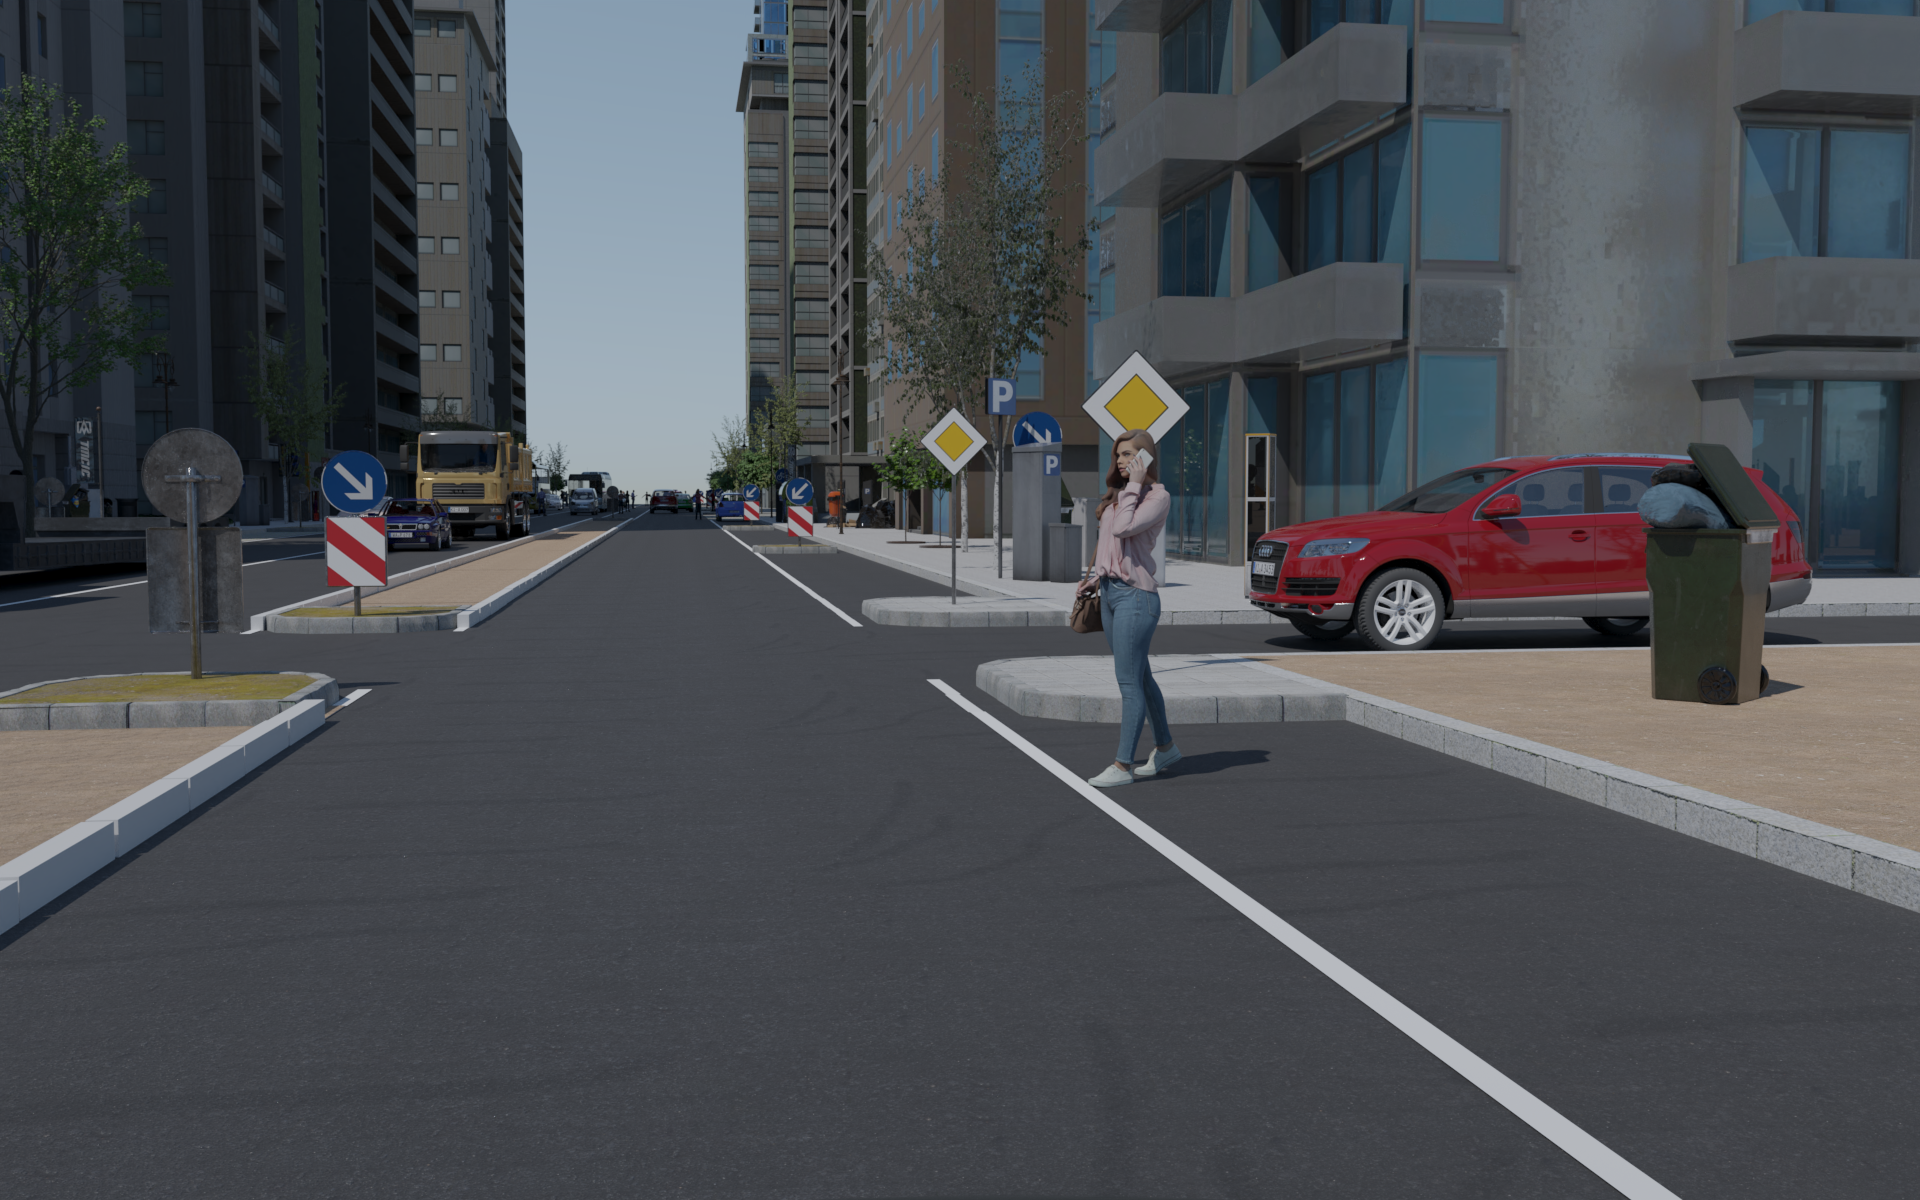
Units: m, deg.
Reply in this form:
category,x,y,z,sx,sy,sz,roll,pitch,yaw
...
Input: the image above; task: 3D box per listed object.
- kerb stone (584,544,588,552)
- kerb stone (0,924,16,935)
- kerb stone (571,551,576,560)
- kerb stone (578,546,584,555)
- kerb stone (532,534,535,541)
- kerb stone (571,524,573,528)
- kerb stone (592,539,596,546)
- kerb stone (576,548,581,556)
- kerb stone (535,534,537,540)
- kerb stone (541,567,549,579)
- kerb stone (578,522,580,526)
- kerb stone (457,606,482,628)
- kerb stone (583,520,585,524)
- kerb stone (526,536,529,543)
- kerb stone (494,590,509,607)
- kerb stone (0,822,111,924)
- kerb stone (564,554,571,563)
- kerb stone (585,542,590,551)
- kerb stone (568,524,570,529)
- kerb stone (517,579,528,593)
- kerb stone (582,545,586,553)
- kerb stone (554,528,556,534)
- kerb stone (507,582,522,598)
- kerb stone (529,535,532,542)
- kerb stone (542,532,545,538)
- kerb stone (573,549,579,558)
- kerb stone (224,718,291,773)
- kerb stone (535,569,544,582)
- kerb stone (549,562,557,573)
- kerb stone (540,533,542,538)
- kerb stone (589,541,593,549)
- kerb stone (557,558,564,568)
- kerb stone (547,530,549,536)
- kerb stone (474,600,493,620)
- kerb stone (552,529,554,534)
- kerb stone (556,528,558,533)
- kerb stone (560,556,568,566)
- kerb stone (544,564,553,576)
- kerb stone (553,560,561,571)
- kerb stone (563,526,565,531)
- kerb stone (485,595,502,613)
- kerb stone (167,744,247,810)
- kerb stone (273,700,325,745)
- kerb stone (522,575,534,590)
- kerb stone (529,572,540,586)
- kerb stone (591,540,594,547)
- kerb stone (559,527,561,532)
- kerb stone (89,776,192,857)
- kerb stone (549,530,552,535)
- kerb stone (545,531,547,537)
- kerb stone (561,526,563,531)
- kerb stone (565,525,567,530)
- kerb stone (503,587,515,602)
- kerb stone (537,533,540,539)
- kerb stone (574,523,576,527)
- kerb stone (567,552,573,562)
category,x,y,z,sx,sy,sz,roll,pitch,yaw
kerb stone,-9.210,-1.222,42.215,0.120,0.150,1.000,-1,4,-9
kerb stone,-3.124,1.041,5.284,0.120,0.150,1.000,-1,4,-9
kerb stone,-8.375,-0.915,37.156,0.120,0.150,1.000,-1,4,-9
kerb stone,-8.878,-1.101,40.198,0.120,0.150,1.000,-1,4,-9
kerb stone,-12.949,-1.823,51.997,0.120,0.150,1.000,-1,4,-9
kerb stone,-16.119,-2.998,71.210,0.120,0.150,1.000,-1,4,-9
kerb stone,-9.880,-1.471,46.270,0.120,0.150,1.000,-1,4,-9
kerb stone,-8.711,-1.039,39.186,0.120,0.150,1.000,-1,4,-9
kerb stone,-13.112,-1.885,53.010,0.120,0.150,1.000,-1,4,-9
kerb stone,-7.045,-0.419,29.083,0.120,0.150,1.000,-1,4,-9
kerb stone,-16.948,-3.307,76.263,0.120,0.150,1.000,-1,4,-9
kerb stone,-5.387,0.201,18.988,0.120,0.150,1.000,-1,4,-9
kerb stone,-17.613,-3.554,80.307,0.120,0.150,1.000,-1,4,-9
kerb stone,-12.621,-1.699,49.979,0.120,0.150,1.000,-1,4,-9
kerb stone,-5.876,0.011,22.019,0.120,0.150,1.000,-1,4,-9
kerb stone,-3.295,0.973,6.292,0.120,0.150,1.000,-1,4,-9
kerb stone,-8.044,-0.792,35.137,0.120,0.150,1.000,-1,4,-9
kerb stone,-9.379,-1.286,43.223,0.120,0.150,1.000,-1,4,-9
kerb stone,-15.784,-2.875,69.194,0.120,0.150,1.000,-1,4,-9
kerb stone,-6.385,-0.174,25.046,0.120,0.150,1.000,-1,4,-9
kerb stone,-9.046,-1.160,41.206,0.120,0.150,1.000,-1,4,-9
kerb stone,-14.460,-2.378,61.117,0.120,0.150,1.000,-1,4,-9
kerb stone,-6.220,-0.112,24.038,0.120,0.150,1.000,-1,4,-9
kerb stone,-12.782,-1.761,50.988,0.120,0.150,1.000,-1,4,-9
kerb stone,-13.617,-2.070,56.047,0.120,0.150,1.000,-1,4,-9
kerb stone,-8.546,-0.977,38.169,0.120,0.150,1.000,-1,4,-9
kerb stone,-3.792,0.787,9.329,0.120,0.150,1.000,-1,4,-9
kerb stone,-6.884,-0.359,28.073,0.120,0.150,1.000,-1,4,-9
kerb stone,-7.380,-0.538,31.102,0.120,0.150,1.000,-1,4,-9
kerb stone,-13.455,-2.009,55.038,0.120,0.150,1.000,-1,4,-9
kerb stone,-9.537,-1.348,44.239,0.120,0.150,1.000,-1,4,-9
kerb stone,-7.717,-0.668,33.117,0.120,0.150,1.000,-1,4,-9
kerb stone,-13.957,-2.192,58.077,0.120,0.150,1.000,-1,4,-9
kerb stone,-5.544,0.134,20.002,0.120,0.150,1.000,-1,4,-9
kerb stone,-14.289,-2.318,60.102,0.120,0.150,1.000,-1,4,-9
kerb stone,-14.617,-2.442,62.128,0.120,0.150,1.000,-1,4,-9
kerb stone,-7.877,-0.730,34.127,0.120,0.150,1.000,-1,4,-9
kerb stone,-7.209,-0.482,30.094,0.120,0.150,1.000,-1,4,-9
kerb stone,-7.547,-0.606,32.110,0.120,0.150,1.000,-1,4,-9
kerb stone,-15.285,-2.689,66.169,0.120,0.150,1.000,-1,4,-9
kerb stone,-5.704,0.072,21.012,0.120,0.150,1.000,-1,4,-9
kerb stone,-3.622,0.849,8.317,0.120,0.150,1.000,-1,4,-9
kerb stone,-3.954,0.728,10.341,0.120,0.150,1.000,-1,4,-9
kerb stone,-6.545,-0.236,26.056,0.120,0.150,1.000,-1,4,-9
kerb stone,-6.705,-0.295,27.067,0.120,0.150,1.000,-1,4,-9
kerb stone,-9.714,-1.410,45.253,0.120,0.150,1.000,-1,4,-9
kerb stone,-14.958,-2.566,64.143,0.120,0.150,1.000,-1,4,-9
kerb stone,-3.457,0.911,7.308,0.120,0.150,1.000,-1,4,-9
kerb stone,-14.119,-2.257,59.090,0.120,0.150,1.000,-1,4,-9
kerb stone,-13.786,-2.127,57.055,0.120,0.150,1.000,-1,4,-9
kerb stone,-15.123,-2.626,65.160,0.120,0.150,1.000,-1,4,-9
kerb stone,-15.449,-2.750,67.177,0.120,0.150,1.000,-1,4,-9
kerb stone,-6.053,-0.044,23.030,0.120,0.150,1.000,-1,4,-9
kerb stone,-13.285,-1.945,54.020,0.120,0.150,1.000,-1,4,-9
kerb stone,-16.451,-3.120,73.238,0.120,0.150,1.000,-1,4,-9
kerb stone,-8.214,-0.853,36.145,0.120,0.150,1.000,-1,4,-9
